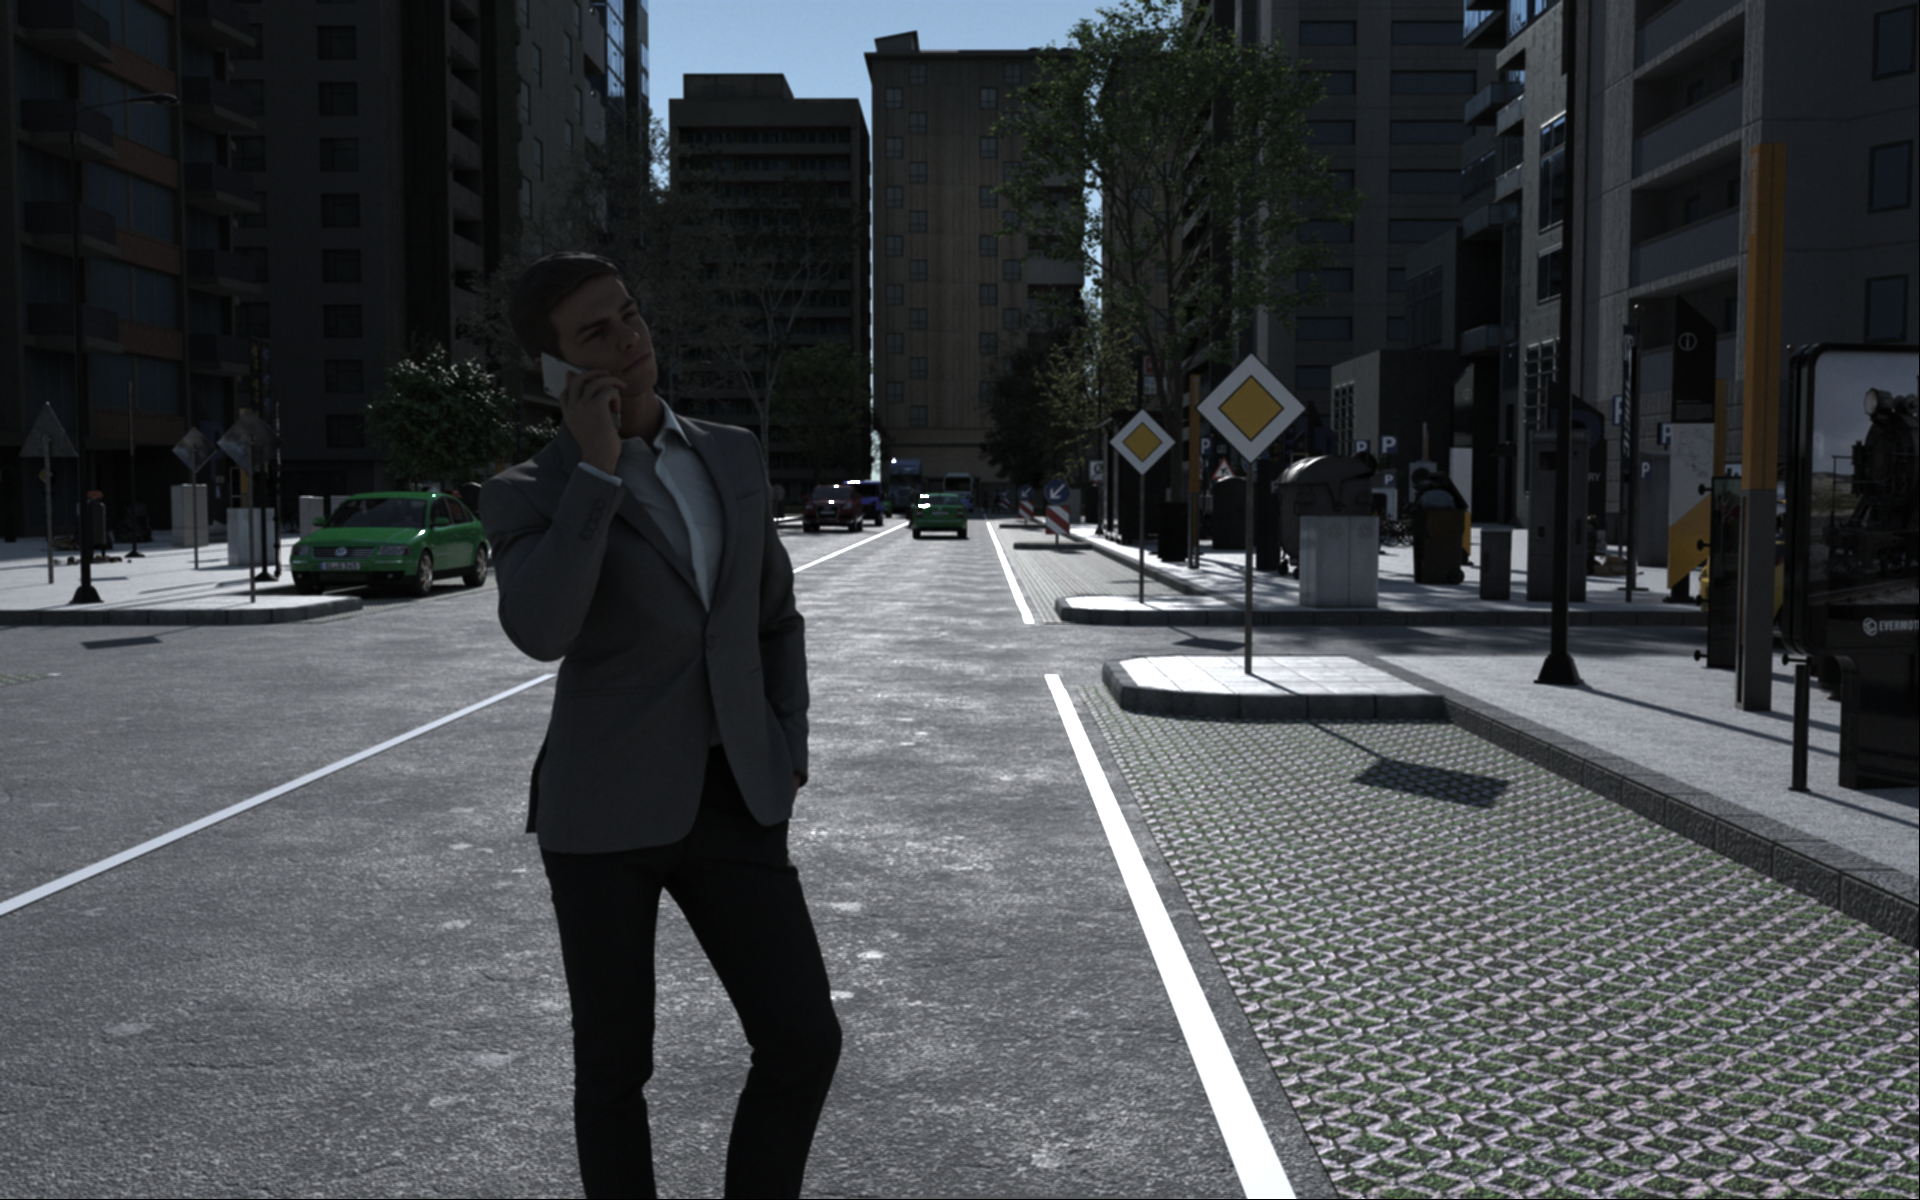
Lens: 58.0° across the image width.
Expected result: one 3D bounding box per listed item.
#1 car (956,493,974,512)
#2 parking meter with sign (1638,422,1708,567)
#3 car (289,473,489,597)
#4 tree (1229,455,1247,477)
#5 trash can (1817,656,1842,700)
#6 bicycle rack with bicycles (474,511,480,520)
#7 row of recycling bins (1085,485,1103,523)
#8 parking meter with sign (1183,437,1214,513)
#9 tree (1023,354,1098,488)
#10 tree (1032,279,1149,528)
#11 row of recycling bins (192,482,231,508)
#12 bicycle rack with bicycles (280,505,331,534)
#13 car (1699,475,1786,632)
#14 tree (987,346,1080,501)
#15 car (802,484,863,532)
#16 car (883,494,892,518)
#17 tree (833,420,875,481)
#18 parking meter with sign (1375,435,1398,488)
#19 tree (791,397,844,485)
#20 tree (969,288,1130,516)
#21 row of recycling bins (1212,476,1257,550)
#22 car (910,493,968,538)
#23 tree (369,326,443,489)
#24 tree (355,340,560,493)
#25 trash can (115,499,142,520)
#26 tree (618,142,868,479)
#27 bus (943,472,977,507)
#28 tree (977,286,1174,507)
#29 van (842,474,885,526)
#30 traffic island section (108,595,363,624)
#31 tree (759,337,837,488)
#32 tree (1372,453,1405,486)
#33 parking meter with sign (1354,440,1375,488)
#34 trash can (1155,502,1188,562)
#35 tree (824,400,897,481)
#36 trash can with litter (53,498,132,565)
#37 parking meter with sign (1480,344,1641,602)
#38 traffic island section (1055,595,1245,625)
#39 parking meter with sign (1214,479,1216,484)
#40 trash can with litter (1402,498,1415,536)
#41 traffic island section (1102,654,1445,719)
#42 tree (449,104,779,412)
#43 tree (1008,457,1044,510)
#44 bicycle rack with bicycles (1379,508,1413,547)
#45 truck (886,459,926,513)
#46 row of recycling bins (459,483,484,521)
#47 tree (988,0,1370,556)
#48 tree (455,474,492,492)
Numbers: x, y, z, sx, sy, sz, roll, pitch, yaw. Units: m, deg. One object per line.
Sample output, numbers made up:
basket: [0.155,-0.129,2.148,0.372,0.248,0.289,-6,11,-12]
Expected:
car: [0.156,-7.786,136.891,1.945,1.707,3.694,0,4,-1]
parking meter with sign: [12.397,-2.095,30.515,1.738,3.016,0.543,-1,4,-13]
car: [-8.268,-1.014,25.383,1.959,1.807,4.718,0,3,0]
tree: [12.384,-4.981,76.047,1.663,3.219,1.824,0,3,0]
trash can: [5.704,0.052,10.811,0.748,1.137,0.748,0,3,0]
bicycle rack with bicycles: [-13.633,-2.419,52.940,2.925,0.926,2.852,0,4,-7]
row of recycling bins: [7.306,-4.274,76.992,3.534,1.692,1.069,-1,4,-15]
parking meter with sign: [6.976,-3.520,53.814,0.543,3.016,1.738,-3,4,-39]
tree: [4.967,-8.335,86.634,4.737,8.622,4.395,0,3,0]
tree: [4.732,-6.674,59.490,4.360,8.622,3.978,0,3,0]
row of recycling bins: [-24.118,-2.981,55.848,1.069,1.692,3.534,-1,4,-11]
bicycle rack with bicycles: [-21.507,-2.652,56.736,2.925,0.926,2.852,-3,5,-39]
car: [9.279,-0.390,16.605,3.980,1.641,2.015,0,4,2]
tree: [5.791,-13.146,133.060,7.486,12.596,7.792,0,3,0]
car: [-4.896,-3.577,67.161,2.281,1.827,5.304,0,4,1]
car: [-5.120,-5.954,106.146,1.959,1.807,4.718,0,4,0]
tree: [-10.242,-12.958,162.225,4.360,8.622,3.978,0,3,0]
parking meter with sign: [12.546,-3.334,50.767,0.543,3.016,1.738,1,4,14]
tree: [-10.540,-10.973,129.765,4.737,8.622,4.395,0,3,0]
tree: [5.223,-11.818,103.595,12.009,13.543,11.850,0,3,0]
row of recycling bins: [6.584,-2.099,41.432,1.069,1.692,3.534,1,4,14]
car: [-0.690,-2.990,57.681,1.959,1.807,4.718,0,4,-1]
tree: [-24.264,-7.725,76.671,4.737,8.622,4.395,0,3,0]
tree: [-11.113,-3.265,37.096,4.285,4.588,4.351,0,3,0]
trash can: [-24.616,-2.426,51.317,0.748,1.137,0.748,0,3,0]
tree: [-11.944,-14.618,94.897,12.611,20.169,13.585,0,3,0]
bus: [-0.032,-10.028,158.810,2.948,3.499,13.247,0,4,1]
tree: [5.360,-8.817,78.565,8.767,10.594,7.601,0,4,-6]
van: [-4.556,-4.631,80.106,2.240,2.365,5.245,0,4,-1]
traffic island section: [-8.386,0.109,20.491,2.009,0.180,2.903,0,4,1]
tree: [-9.351,-11.502,113.817,9.928,11.665,9.643,0,3,0]
tree: [16.949,-4.595,69.733,1.663,3.219,1.824,0,3,0]
parking meter with sign: [13.569,-3.691,56.606,0.543,3.016,1.738,3,5,44]
trash can: [4.073,-1.306,33.001,0.748,1.137,0.748,0,3,0]
tree: [-10.210,-14.570,172.632,8.767,10.594,7.601,1,4,8]
trash can with litter: [-16.324,-1.293,32.198,1.678,1.210,2.233,0,4,-4]
parking meter with sign: [7.158,-1.497,20.743,1.738,3.016,0.543,1,4,19]
traffic island section: [2.155,0.116,20.389,2.009,0.180,2.903,0,4,1]
parking meter with sign: [13.128,-5.646,88.576,1.738,3.016,0.543,-3,5,-39]
trash can with litter: [14.100,-2.564,53.311,0.624,1.170,1.055,-1,4,-23]
traffic island section: [2.081,0.604,12.404,2.009,0.180,2.903,0,4,1]
tree: [-10.492,-8.784,53.983,12.009,13.543,11.850,0,3,0]
tree: [5.675,-9.590,140.505,4.285,4.588,4.351,0,3,0]
bicycle rack with bicycles: [10.901,-1.815,43.052,2.925,0.926,2.852,1,4,14]
truck: [-3.959,-9.000,136.906,2.967,4.110,18.799,0,4,1]
row of recycling bins: [-17.455,-3.537,64.940,1.069,1.692,3.534,2,4,25]
tree: [4.402,-6.754,36.187,9.928,11.665,9.643,0,3,0]
tree: [-20.330,-4.690,71.278,1.663,3.219,1.824,0,3,0]
